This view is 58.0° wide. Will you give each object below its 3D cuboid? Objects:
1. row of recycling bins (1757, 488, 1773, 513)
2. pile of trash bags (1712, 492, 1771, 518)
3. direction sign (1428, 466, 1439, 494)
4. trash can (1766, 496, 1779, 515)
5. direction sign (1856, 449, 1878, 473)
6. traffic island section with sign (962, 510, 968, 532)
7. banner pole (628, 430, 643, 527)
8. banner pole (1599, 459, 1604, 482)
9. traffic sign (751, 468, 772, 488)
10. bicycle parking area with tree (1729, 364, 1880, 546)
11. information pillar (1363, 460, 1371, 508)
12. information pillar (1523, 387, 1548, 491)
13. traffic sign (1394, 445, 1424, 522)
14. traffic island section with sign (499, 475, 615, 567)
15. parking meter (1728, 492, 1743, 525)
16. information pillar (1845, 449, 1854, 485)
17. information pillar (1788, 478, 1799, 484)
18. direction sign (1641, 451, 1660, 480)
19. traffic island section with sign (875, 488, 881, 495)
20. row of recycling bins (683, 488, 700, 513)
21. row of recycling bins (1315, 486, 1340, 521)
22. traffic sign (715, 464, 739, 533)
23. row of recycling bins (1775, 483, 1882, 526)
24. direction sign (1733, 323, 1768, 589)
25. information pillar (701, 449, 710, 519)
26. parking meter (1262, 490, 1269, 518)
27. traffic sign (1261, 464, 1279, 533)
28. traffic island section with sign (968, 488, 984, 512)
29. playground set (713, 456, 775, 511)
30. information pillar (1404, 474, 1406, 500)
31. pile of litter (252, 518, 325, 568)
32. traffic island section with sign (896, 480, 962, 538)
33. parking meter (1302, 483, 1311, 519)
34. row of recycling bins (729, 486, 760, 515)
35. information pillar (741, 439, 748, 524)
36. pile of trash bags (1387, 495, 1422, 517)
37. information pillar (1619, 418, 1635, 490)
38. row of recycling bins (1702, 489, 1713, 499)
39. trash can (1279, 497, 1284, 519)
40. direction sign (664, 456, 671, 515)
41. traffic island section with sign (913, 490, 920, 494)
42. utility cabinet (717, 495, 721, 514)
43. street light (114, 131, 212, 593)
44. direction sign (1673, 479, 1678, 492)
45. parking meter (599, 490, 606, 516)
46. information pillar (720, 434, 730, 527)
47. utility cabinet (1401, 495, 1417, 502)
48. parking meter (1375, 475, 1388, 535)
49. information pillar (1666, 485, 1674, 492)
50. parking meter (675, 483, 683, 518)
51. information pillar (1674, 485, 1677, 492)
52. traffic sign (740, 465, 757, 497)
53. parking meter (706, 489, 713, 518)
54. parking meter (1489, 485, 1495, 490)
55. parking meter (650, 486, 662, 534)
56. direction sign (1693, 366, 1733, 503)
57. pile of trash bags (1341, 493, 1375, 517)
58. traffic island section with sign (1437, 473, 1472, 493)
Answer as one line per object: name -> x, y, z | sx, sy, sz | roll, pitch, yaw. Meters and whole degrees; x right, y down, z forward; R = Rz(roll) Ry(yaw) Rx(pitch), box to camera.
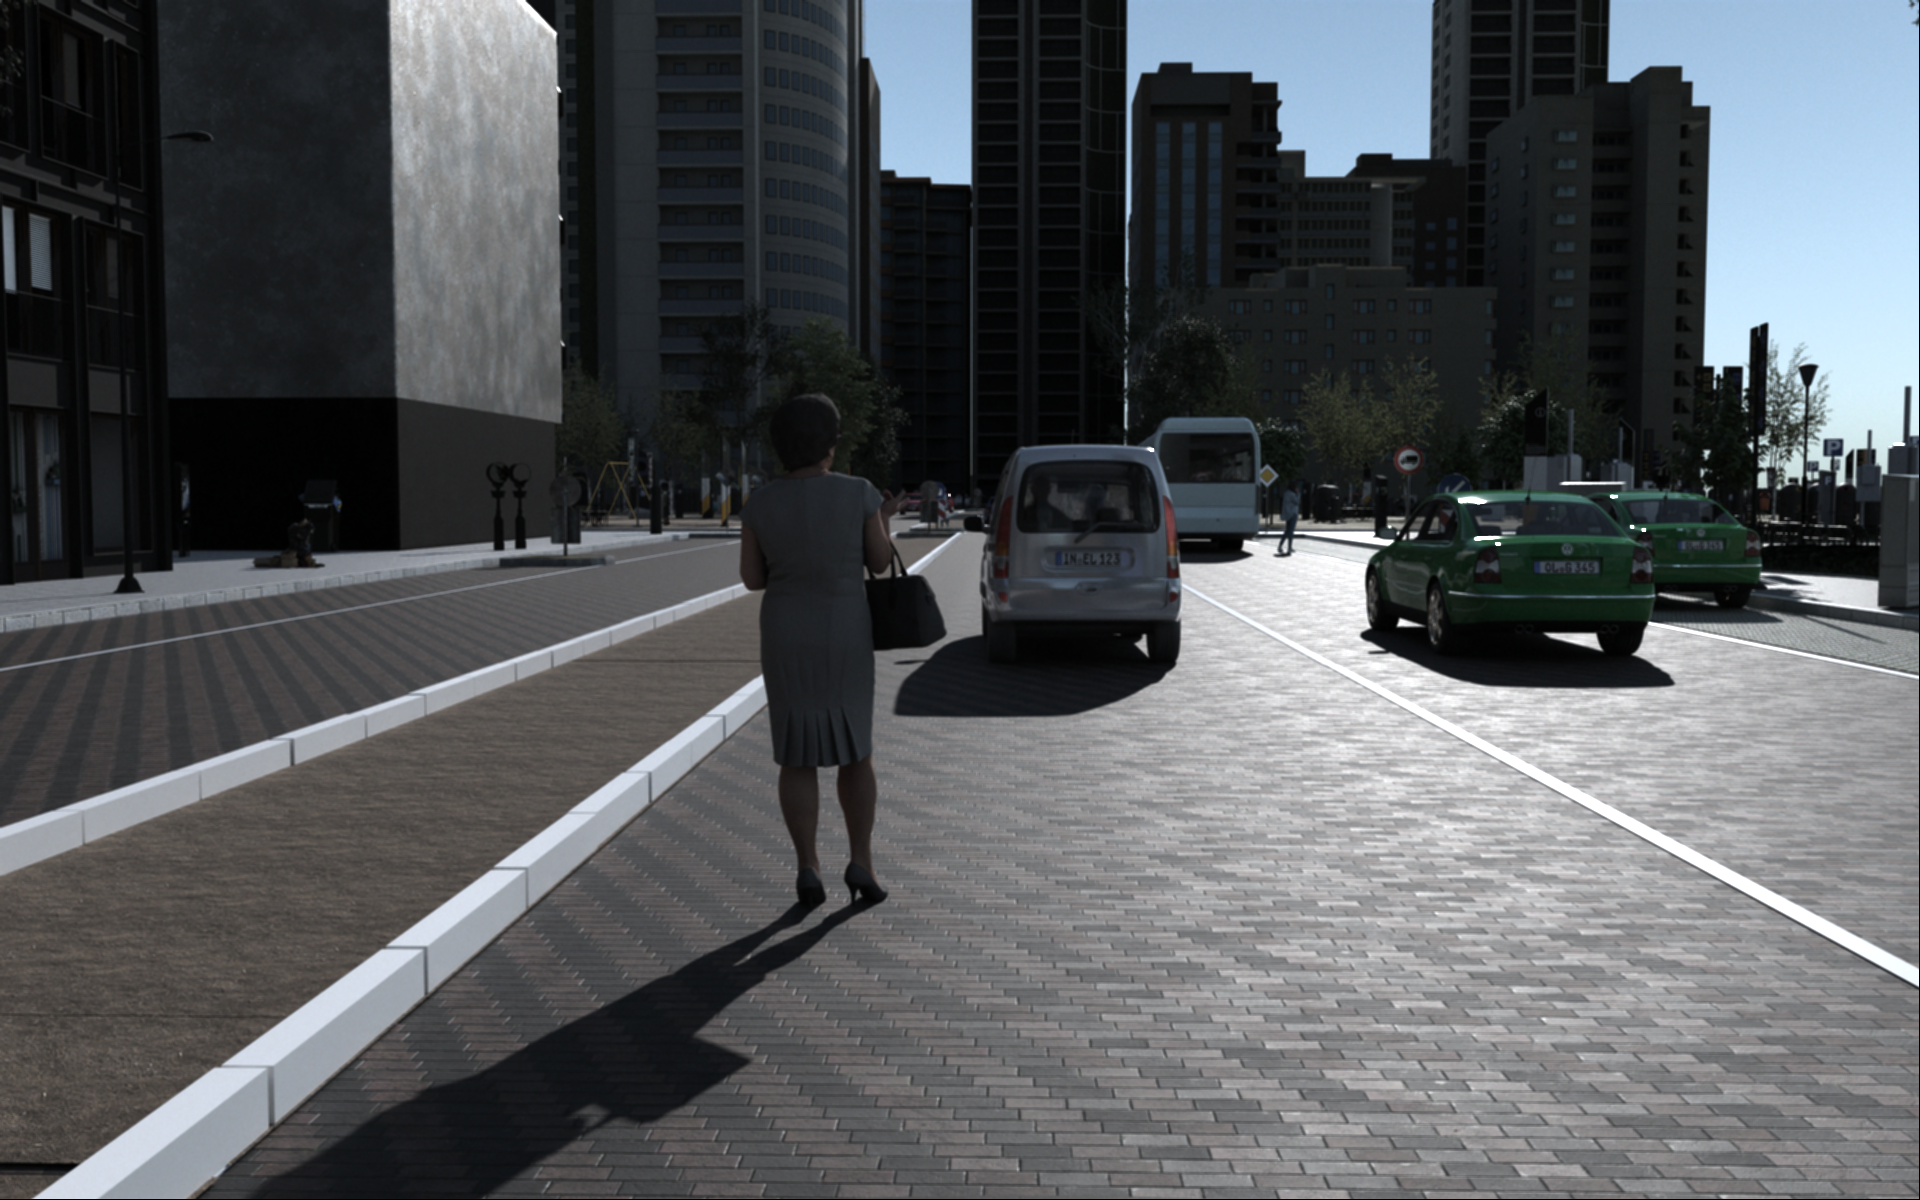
row of recycling bins -> 55.787, -6.924, 120.316 | 1.069, 1.692, 3.534 | 0, 4, -2
pile of trash bags -> 42.196, -5.164, 94.190 | 3.447, 1.369, 1.912 | 1, 4, 21
direction sign -> 37.735, -8.929, 137.994 | 0.876, 3.537, 0.379 | 2, 4, 27
trash can -> 50.472, -5.871, 107.646 | 0.748, 1.137, 0.748 | 0, 3, 0
direction sign -> 45.692, -5.836, 87.417 | 0.876, 3.537, 0.379 | 1, 4, 12
traffic island section with sign -> -0.828, -3.481, 65.055 | 2.006, 1.907, 1.989 | 0, 4, 2
banner pole -> -12.696, -4.737, 67.463 | 0.401, 3.779, 0.863 | -3, 5, -43
banner pole -> 43.583, -7.810, 117.716 | 0.401, 3.779, 0.863 | 3, 5, 41
traffic sign -> -7.502, -3.785, 65.535 | 0.795, 2.450, 0.064 | 0, 4, 2
bicycle parking area with tree -> 21.317, -3.168, 38.798 | 8.231, 4.147, 9.016 | 0, 4, 7
information pillar -> 27.191, -7.606, 115.708 | 0.504, 3.616, 0.183 | 2, 4, 23
information pillar -> 12.625, -2.851, 37.972 | 0.504, 3.616, 0.183 | 1, 4, 23
traffic sign -> 11.660, -2.748, 45.043 | 0.768, 2.556, 0.104 | 1, 4, 9
traffic island section with sign -> -8.100, -1.624, 35.173 | 1.989, 1.847, 2.006 | 0, 4, 2
parking meter -> 22.850, -2.607, 51.036 | 0.372, 1.533, 0.369 | 0, 3, 0
information pillar -> 46.362, -6.052, 90.299 | 0.183, 3.616, 0.504 | -1, 4, -13
information pillar -> 36.992, -4.430, 76.919 | 0.304, 2.012, 0.304 | -1, 4, -22
direction sign -> 36.317, -6.063, 91.127 | 0.876, 3.537, 0.379 | 1, 4, 20
traffic island section with sign -> -5.657, -6.669, 117.661 | 1.989, 1.847, 2.006 | 0, 4, 2
row of recycling bins -> -18.809, -6.919, 120.231 | 1.069, 1.692, 3.534 | 0, 4, 7
row of recycling bins -> 18.165, -4.786, 85.356 | 1.069, 1.692, 3.534 | 1, 4, 19
traffic sign -> -7.738, -3.297, 57.553 | 0.795, 2.450, 0.064 | 0, 4, 2
row of recycling bins -> 32.462, -3.512, 64.539 | 3.534, 1.692, 1.069 | 1, 4, 16
direction sign -> 10.748, -1.921, 23.398 | 0.379, 3.537, 0.876 | 1, 4, 12
information pillar -> -13.146, -5.998, 89.421 | 0.504, 3.616, 0.183 | 2, 4, 35
parking meter -> 16.684, -5.265, 94.501 | 0.372, 1.533, 0.369 | 0, 3, 0
traffic sign -> 10.097, -3.264, 57.006 | 0.795, 2.450, 0.064 | 0, 4, 2
traffic island section with sign -> 1.390, -8.075, 140.161 | 2.006, 1.907, 1.989 | 0, 4, 2
playground set -> -16.970, -8.828, 131.118 | 5.637, 4.214, 5.302 | 0, 4, 1
information pillar -> 27.486, -7.045, 106.537 | 0.183, 3.616, 0.504 | -1, 4, -19
pile of litter -> -11.825, -1.009, 30.462 | 1.176, 0.858, 1.719 | -2, 4, -26
traffic island section with sign -> -1.057, -3.028, 57.651 | 2.006, 1.907, 1.989 | 0, 4, 2
parking meter -> 17.546, -5.022, 87.813 | 0.255, 1.863, 0.399 | -3, 5, -42
row of recycling bins -> -13.074, -6.085, 106.602 | 1.069, 1.692, 3.534 | 2, 4, 33
information pillar -> -9.151, -5.030, 73.598 | 0.183, 3.616, 0.504 | -2, 4, -26
pile of trash bags -> 26.192, -5.463, 99.070 | 3.447, 1.369, 1.912 | 0, 4, -2
information pillar -> 20.469, -3.787, 53.280 | 0.183, 3.616, 0.504 | -3, 5, -41
row of recycling bins -> 58.290, -7.838, 135.264 | 3.534, 1.692, 1.069 | 1, 4, 23
trash can -> 16.017, -4.485, 84.985 | 0.748, 1.137, 0.748 | 0, 3, 0
direction sign -> -17.574, -6.861, 104.175 | 0.379, 3.537, 0.876 | -2, 4, -32
traffic island section with sign -> -4.177, -9.705, 167.302 | 1.989, 1.847, 2.006 | 0, 4, 2
utility cabinet -> -14.773, -5.988, 109.073 | 1.020, 1.237, 0.306 | 1, 4, 15
street light -> -10.272, -3.046, 22.342 | 1.470, 5.913, 1.316 | 0, 4, 2
direction sign -> 44.497, -7.056, 107.359 | 0.876, 3.537, 0.379 | -2, 4, -30
parking meter -> -20.538, -5.567, 99.428 | 0.372, 1.533, 0.369 | 0, 3, 0
information pillar -> -9.170, -4.668, 67.680 | 0.183, 3.616, 0.504 | 2, 4, 31
utility cabinet -> 30.884, -6.606, 119.165 | 1.020, 1.237, 0.306 | 0, 4, 3
parking meter -> 13.122, -2.950, 53.952 | 0.255, 1.863, 0.399 | -1, 4, -11
information pillar -> 54.805, -7.916, 133.925 | 0.304, 2.012, 0.304 | 3, 5, 43
parking meter -> -14.941, -5.281, 92.055 | 0.399, 1.863, 0.255 | -2, 4, -31
information pillar -> 57.255, -8.221, 138.897 | 0.304, 2.012, 0.304 | -2, 4, -25
traffic sign -> -9.233, -4.623, 75.689 | 0.768, 2.556, 0.104 | 0, 4, 6
parking meter -> -13.209, -5.078, 91.442 | 0.372, 1.533, 0.369 | 0, 3, 0
parking meter -> 34.751, -6.567, 113.076 | 0.399, 1.863, 0.255 | 2, 4, 26
parking meter -> -9.807, -2.901, 55.846 | 0.372, 1.533, 0.369 | 0, 3, 0
direction sign -> 13.436, -2.372, 30.779 | 0.876, 3.537, 0.379 | 0, 4, -4
pile of trash bags -> 21.255, -5.220, 95.100 | 3.447, 1.369, 1.912 | -2, 4, -27
traffic island section with sign -> 9.449, -1.561, 34.158 | 1.989, 1.847, 2.006 | 0, 4, 2
